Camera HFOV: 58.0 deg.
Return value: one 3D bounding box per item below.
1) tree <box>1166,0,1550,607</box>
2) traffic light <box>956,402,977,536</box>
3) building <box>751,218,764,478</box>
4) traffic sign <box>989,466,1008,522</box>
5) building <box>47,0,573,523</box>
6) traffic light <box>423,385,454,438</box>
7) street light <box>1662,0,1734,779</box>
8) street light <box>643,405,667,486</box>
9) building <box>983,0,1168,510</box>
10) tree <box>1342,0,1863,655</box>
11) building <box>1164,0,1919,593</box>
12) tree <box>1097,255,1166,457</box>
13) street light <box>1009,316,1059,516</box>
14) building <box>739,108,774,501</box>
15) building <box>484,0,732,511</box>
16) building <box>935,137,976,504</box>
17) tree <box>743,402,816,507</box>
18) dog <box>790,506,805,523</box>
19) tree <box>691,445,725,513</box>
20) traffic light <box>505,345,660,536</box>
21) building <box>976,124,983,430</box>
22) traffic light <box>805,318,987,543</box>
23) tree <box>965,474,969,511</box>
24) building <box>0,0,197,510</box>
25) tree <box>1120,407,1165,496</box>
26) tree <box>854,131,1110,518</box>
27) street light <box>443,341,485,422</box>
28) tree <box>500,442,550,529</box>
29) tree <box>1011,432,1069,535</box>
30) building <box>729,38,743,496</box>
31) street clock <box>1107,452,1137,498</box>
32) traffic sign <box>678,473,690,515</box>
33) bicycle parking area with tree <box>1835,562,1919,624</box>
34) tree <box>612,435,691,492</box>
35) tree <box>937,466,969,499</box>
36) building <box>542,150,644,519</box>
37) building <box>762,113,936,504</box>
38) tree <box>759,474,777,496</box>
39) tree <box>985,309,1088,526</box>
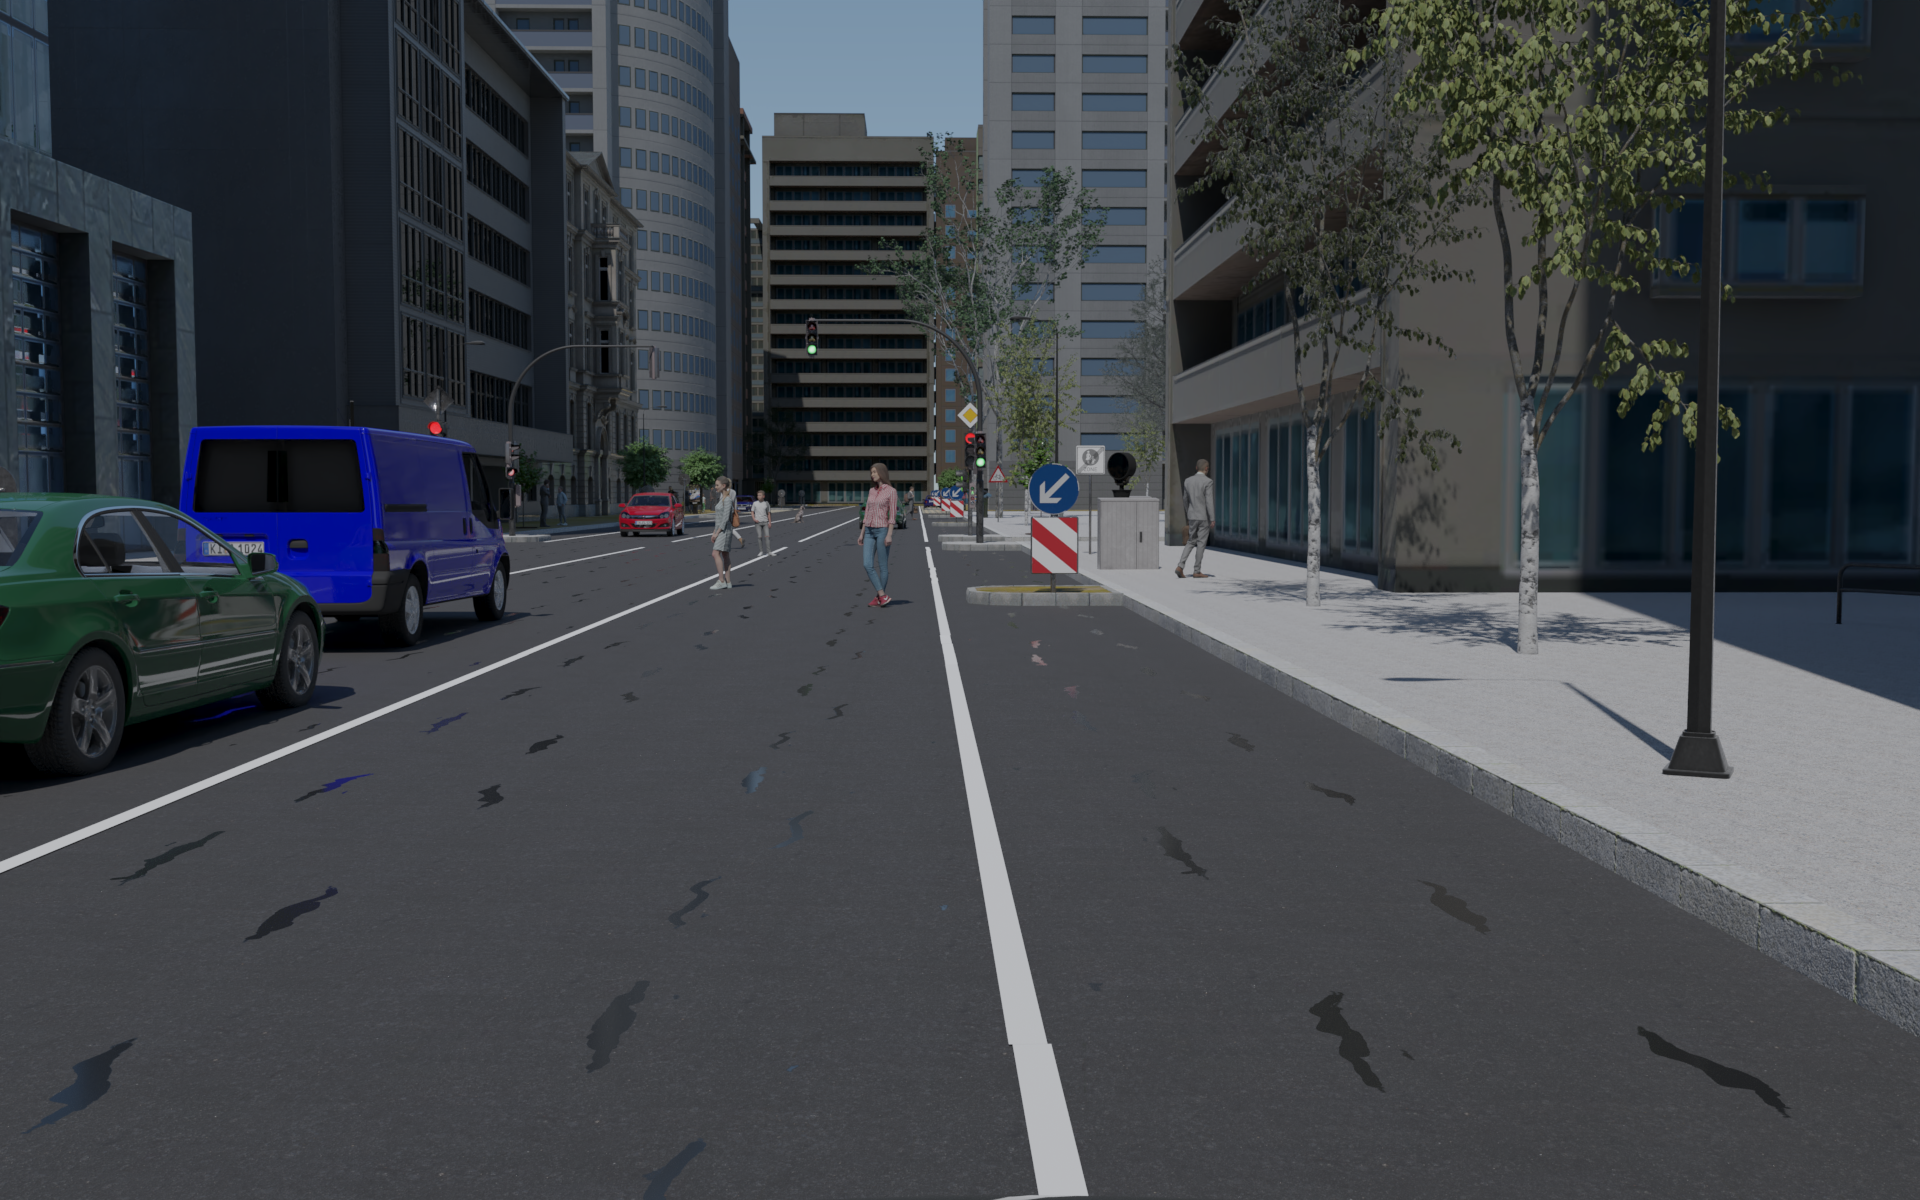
[{"bbox_3d":[4.098,-4.218,19.335,4.360,8.622,3.978,0,3,0],"label":"tree"},{"bbox_3d":[0.294,-3.930,53.184,0.839,4.253,0.868,0,4,-1],"label":"traffic light"},{"bbox_3d":[-36.892,-32.838,228.786,23.993,40.220,32.217,0,4,-1],"label":"building"},{"bbox_3d":[1.736,-4.810,78.639,0.884,2.594,0.081,0,4,6],"label":"traffic sign"},{"bbox_3d":[-25.423,-15.262,68.607,14.314,24.678,30.058,0,4,-1],"label":"building"},{"bbox_3d":[-13.464,-3.420,44.839,0.839,4.253,0.868,0,4,-1],"label":"traffic light"},{"bbox_3d":[2.856,-2.156,7.785,1.470,5.913,1.316,0,4,-1],"label":"street light"},{"bbox_3d":[-16.035,-7.236,90.857,1.470,5.913,1.316,0,4,-1],"label":"street light"},{"bbox_3d":[12.494,-37.331,152.356,21.231,58.520,28.212,0,4,-1],"label":"building"},{"bbox_3d":[4.628,-3.857,13.427,4.737,8.622,4.395,0,3,0],"label":"tree"},{"bbox_3d":[16.034,-24.956,31.737,21.300,48.544,21.600,0,4,-1],"label":"building"},{"bbox_3d":[11.158,-10.156,76.427,12.009,13.543,11.850,0,3,0],"label":"tree"},{"bbox_3d":[1.987,-4.445,45.225,1.470,5.913,1.316,0,4,-1],"label":"street light"},{"bbox_3d":[-35.782,-32.775,190.487,28.867,44.769,22.147,0,4,-1],"label":"building"},{"bbox_3d":[-30.773,-36.638,141.035,21.231,58.520,28.212,0,4,-1],"label":"building"},{"bbox_3d":[4.016,-34.895,220.642,14.200,45.320,14.600,0,4,-1],"label":"building"},{"bbox_3d":[-18.957,-14.779,176.046,8.767,10.594,7.601,-1,4,-10],"label":"tree"},{"bbox_3d":[-8.207,-4.300,87.142,0.800,0.831,0.513,0,4,-4],"label":"dog"},{"bbox_3d":[-17.415,-8.104,116.215,4.285,4.588,4.351,0,3,0],"label":"tree"},{"bbox_3d":[-11.574,-4.785,52.908,4.771,5.953,1.251,0,4,-1],"label":"traffic light"},{"bbox_3d":[8.798,-31.270,194.866,14.154,41.232,14.086,0,4,-1],"label":"building"},{"bbox_3d":[-1.596,-4.302,45.008,4.771,5.953,1.251,0,4,-1],"label":"traffic light"},{"bbox_3d":[1.004,-8.386,131.713,1.663,3.219,1.824,0,3,0],"label":"tree"},{"bbox_3d":[-32.780,-43.622,25.887,31.000,86.520,22.319,0,4,-1],"label":"building"},{"bbox_3d":[13.058,-10.423,120.786,4.737,8.622,4.395,0,3,0],"label":"tree"},{"bbox_3d":[0.674,-14.460,92.316,12.611,20.169,13.585,0,3,0],"label":"tree"},{"bbox_3d":[-15.099,-4.901,52.677,1.470,5.913,1.316,0,4,-1],"label":"street light"},{"bbox_3d":[-16.483,-4.300,64.906,1.663,3.219,1.824,0,3,0],"label":"tree"},{"bbox_3d":[2.535,-3.669,54.583,1.663,3.219,1.824,0,3,0],"label":"tree"},{"bbox_3d":[-28.217,-31.372,163.050,14.600,45.320,14.200,0,4,-1],"label":"building"},{"bbox_3d":[2.807,-1.560,30.078,0.471,2.002,0.358,3,5,40],"label":"street clock"},{"bbox_3d":[-17.050,-6.541,107.057,0.768,2.556,0.104,0,4,6],"label":"traffic sign"},{"bbox_3d":[13.099,-1.737,15.400,8.231,4.147,9.016,-1,4,-10],"label":"bicycle parking area with tree"},{"bbox_3d":[-17.497,-6.850,95.707,4.285,4.588,4.351,0,3,0],"label":"tree"},{"bbox_3d":[-1.145,-13.588,205.878,4.285,4.588,4.351,0,3,0],"label":"tree"},{"bbox_3d":[-26.723,-17.258,101.252,14.460,24.649,34.723,0,4,-1],"label":"building"},{"bbox_3d":[-13.968,-36.697,223.704,21.600,48.544,21.300,0,4,-1],"label":"building"},{"bbox_3d":[-18.953,-10.781,170.864,1.663,3.219,1.824,0,3,0],"label":"tree"},{"bbox_3d":[2.846,-7.328,70.179,4.737,8.622,4.395,0,3,0],"label":"tree"}]
